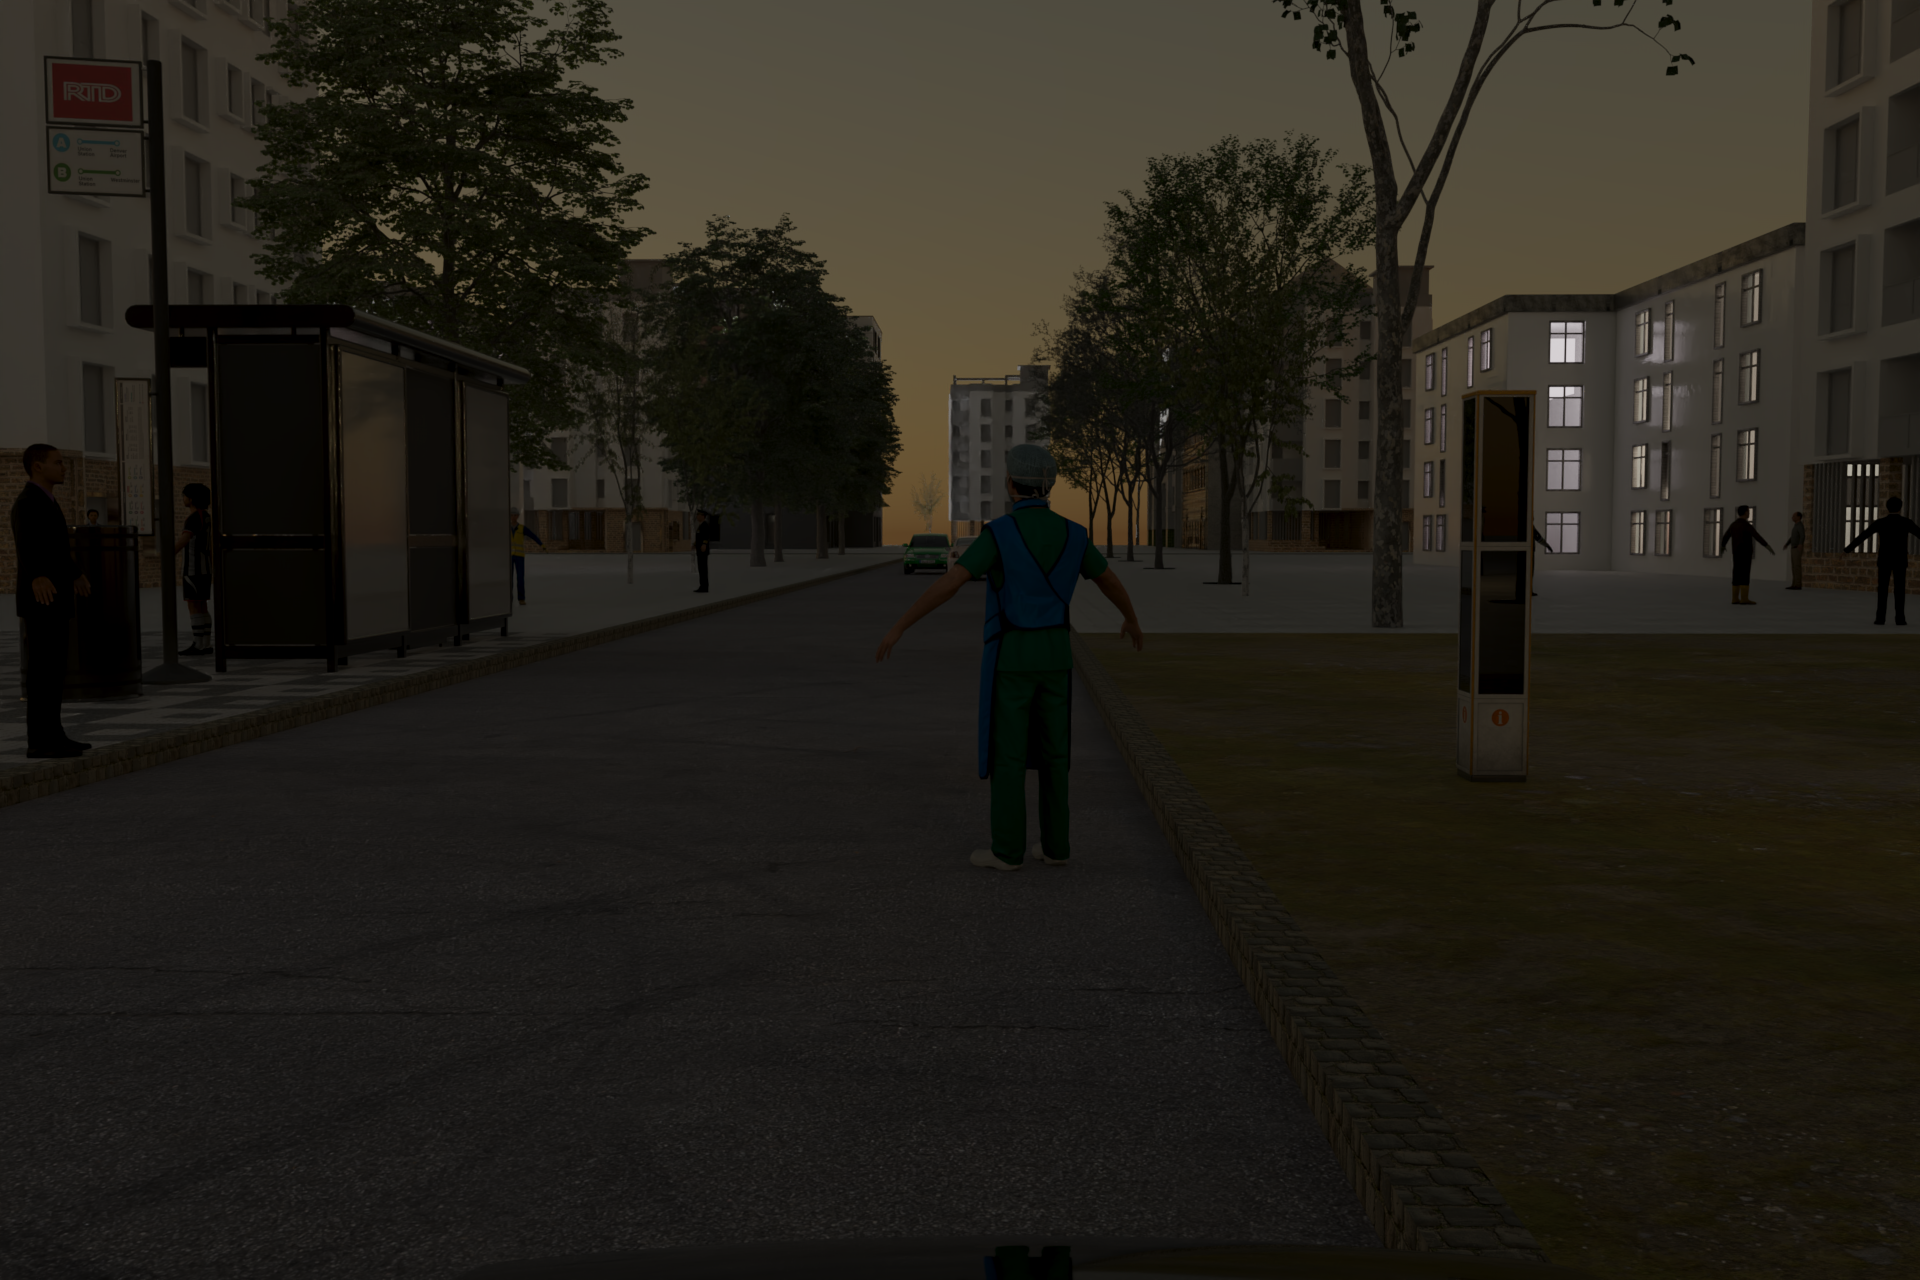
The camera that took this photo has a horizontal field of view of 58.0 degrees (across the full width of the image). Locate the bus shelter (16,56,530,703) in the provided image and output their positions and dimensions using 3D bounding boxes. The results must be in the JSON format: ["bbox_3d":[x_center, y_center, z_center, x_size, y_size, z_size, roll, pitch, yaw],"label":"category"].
[{"bbox_3d":[-6.546,-2.428,17.331,2.179,5.291,8.768,0,4,1],"label":"bus shelter"}]

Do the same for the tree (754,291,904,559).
[{"bbox_3d":[-7.129,-11.206,89.869,9.857,13.997,8.962,0,3,0],"label":"tree"}]

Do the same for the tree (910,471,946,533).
[{"bbox_3d":[-3.210,-15.275,200.115,4.360,8.622,3.978,0,3,0],"label":"tree"}]

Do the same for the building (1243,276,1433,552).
[{"bbox_3d":[27.310,-16.992,134.234,16.016,20.090,11.380,0,4,2],"label":"building"}]

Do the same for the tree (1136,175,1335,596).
[{"bbox_3d":[5.799,-5.203,35.432,4.737,8.622,4.395,0,3,0],"label":"tree"}]

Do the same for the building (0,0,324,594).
[{"bbox_3d":[-24.178,-11.137,38.512,16.016,20.090,11.380,0,4,1],"label":"building"}]

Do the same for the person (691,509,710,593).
[{"bbox_3d":[-5.677,-1.962,38.006,0.705,1.837,1.347,-1,4,-19],"label":"person"}]

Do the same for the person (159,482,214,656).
[{"bbox_3d":[-8.125,-0.749,18.383,0.704,1.843,1.345,0,4,-4],"label":"person"}]

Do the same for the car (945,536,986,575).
[{"bbox_3d":[0.562,-2.588,54.675,2.083,1.381,4.827,0,4,2],"label":"car"}]

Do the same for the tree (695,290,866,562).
[{"bbox_3d":[-8.151,-9.823,78.734,7.486,12.596,7.792,0,3,0],"label":"tree"}]

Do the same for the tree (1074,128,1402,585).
[{"bbox_3d":[6.951,-7.235,44.041,9.928,11.665,9.643,0,3,0],"label":"tree"}]

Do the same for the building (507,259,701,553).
[{"bbox_3d":[-25.180,-16.157,120.580,16.016,20.090,11.380,0,4,1],"label":"building"}]

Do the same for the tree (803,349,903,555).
[{"bbox_3d":[-6.969,-11.497,106.098,7.486,12.596,7.792,0,3,0],"label":"tree"}]

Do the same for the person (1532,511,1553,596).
[{"bbox_3d":[11.681,-1.827,35.650,1.354,1.856,0.705,-2,4,-33],"label":"person"}]

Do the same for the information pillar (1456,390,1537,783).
[{"bbox_3d":[2.787,-0.277,9.024,0.304,2.012,0.304,0,4,2],"label":"information pillar"}]

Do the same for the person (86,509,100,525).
[{"bbox_3d":[-15.777,-1.520,31.577,1.216,1.740,0.721,-2,4,-29],"label":"person"}]

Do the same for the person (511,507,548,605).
[{"bbox_3d":[-8.067,-1.521,31.331,1.216,1.772,0.721,0,4,-7],"label":"person"}]

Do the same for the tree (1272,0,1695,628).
[{"bbox_3d":[6.302,-10.151,21.856,12.611,20.169,13.585,0,3,0],"label":"tree"}]

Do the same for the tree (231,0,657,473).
[{"bbox_3d":[-9.112,-6.891,30.798,7.486,12.596,7.792,0,3,0],"label":"tree"}]

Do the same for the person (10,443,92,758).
[{"bbox_3d":[-5.263,-0.233,10.031,0.704,1.802,1.346,-1,4,-19],"label":"person"}]

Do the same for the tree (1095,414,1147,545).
[{"bbox_3d":[21.390,-21.031,199.744,12.611,20.169,13.585,0,3,0],"label":"tree"}]

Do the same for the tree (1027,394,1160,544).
[{"bbox_3d":[7.998,-10.854,103.217,9.928,11.665,9.643,0,3,0],"label":"tree"}]

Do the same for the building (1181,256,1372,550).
[{"bbox_3d":[29.013,-19.273,146.043,19.493,23.208,18.063,0,4,1],"label":"building"}]

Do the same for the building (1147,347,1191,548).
[{"bbox_3d":[28.255,-18.671,171.730,16.747,18.905,31.486,0,4,2],"label":"building"}]

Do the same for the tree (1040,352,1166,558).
[{"bbox_3d":[8.130,-10.221,92.874,9.928,11.665,9.643,0,3,0],"label":"tree"}]

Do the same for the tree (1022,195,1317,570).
[{"bbox_3d":[7.171,-9.313,62.631,12.009,13.543,11.850,0,3,0],"label":"tree"}]

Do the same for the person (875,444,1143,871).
[{"bbox_3d":[0.278,0.068,7.468,1.347,1.817,0.704,-2,4,-30],"label":"person"}]

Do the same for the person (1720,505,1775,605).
[{"bbox_3d":[14.264,-1.553,31.522,0.704,1.812,1.346,-1,4,-16],"label":"person"}]

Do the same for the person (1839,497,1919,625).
[{"bbox_3d":[13.148,-1.115,24.423,1.347,1.806,0.705,2,4,28],"label":"person"}]

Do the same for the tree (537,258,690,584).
[{"bbox_3d":[-8.312,-5.761,44.561,4.360,8.622,3.978,0,3,0],"label":"tree"}]

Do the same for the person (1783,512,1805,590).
[{"bbox_3d":[19.254,-2.057,39.911,0.705,1.796,1.348,1,4,11],"label":"person"}]

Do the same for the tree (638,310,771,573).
[{"bbox_3d":[-8.663,-6.521,56.982,4.737,8.622,4.395,0,3,0],"label":"tree"}]

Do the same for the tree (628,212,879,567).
[{"bbox_3d":[-8.053,-9.852,67.735,9.857,13.997,8.962,0,3,0],"label":"tree"}]

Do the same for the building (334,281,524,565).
[{"bbox_3d":[-22.590,-7.919,71.626,9.099,9.664,28.070,0,4,1],"label":"building"}]

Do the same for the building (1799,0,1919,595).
[{"bbox_3d":[25.169,-11.168,39.017,16.016,20.090,11.380,0,4,2],"label":"building"}]

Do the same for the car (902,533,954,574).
[{"bbox_3d":[-1.080,-3.306,62.842,1.959,1.807,4.718,0,4,2],"label":"car"}]

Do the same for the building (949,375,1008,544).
[{"bbox_3d":[-0.890,-20.748,198.110,11.380,20.090,16.016,0,4,-2],"label":"building"}]

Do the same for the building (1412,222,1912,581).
[{"bbox_3d":[23.634,-7.258,60.821,9.099,9.664,28.070,0,4,2],"label":"building"}]

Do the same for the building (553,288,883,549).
[{"bbox_3d":[-22.119,-19.343,160.229,27.936,21.610,32.646,0,4,1],"label":"building"}]

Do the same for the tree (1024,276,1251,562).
[{"bbox_3d":[7.875,-10.397,80.366,12.009,13.543,11.850,0,3,0],"label":"tree"}]
